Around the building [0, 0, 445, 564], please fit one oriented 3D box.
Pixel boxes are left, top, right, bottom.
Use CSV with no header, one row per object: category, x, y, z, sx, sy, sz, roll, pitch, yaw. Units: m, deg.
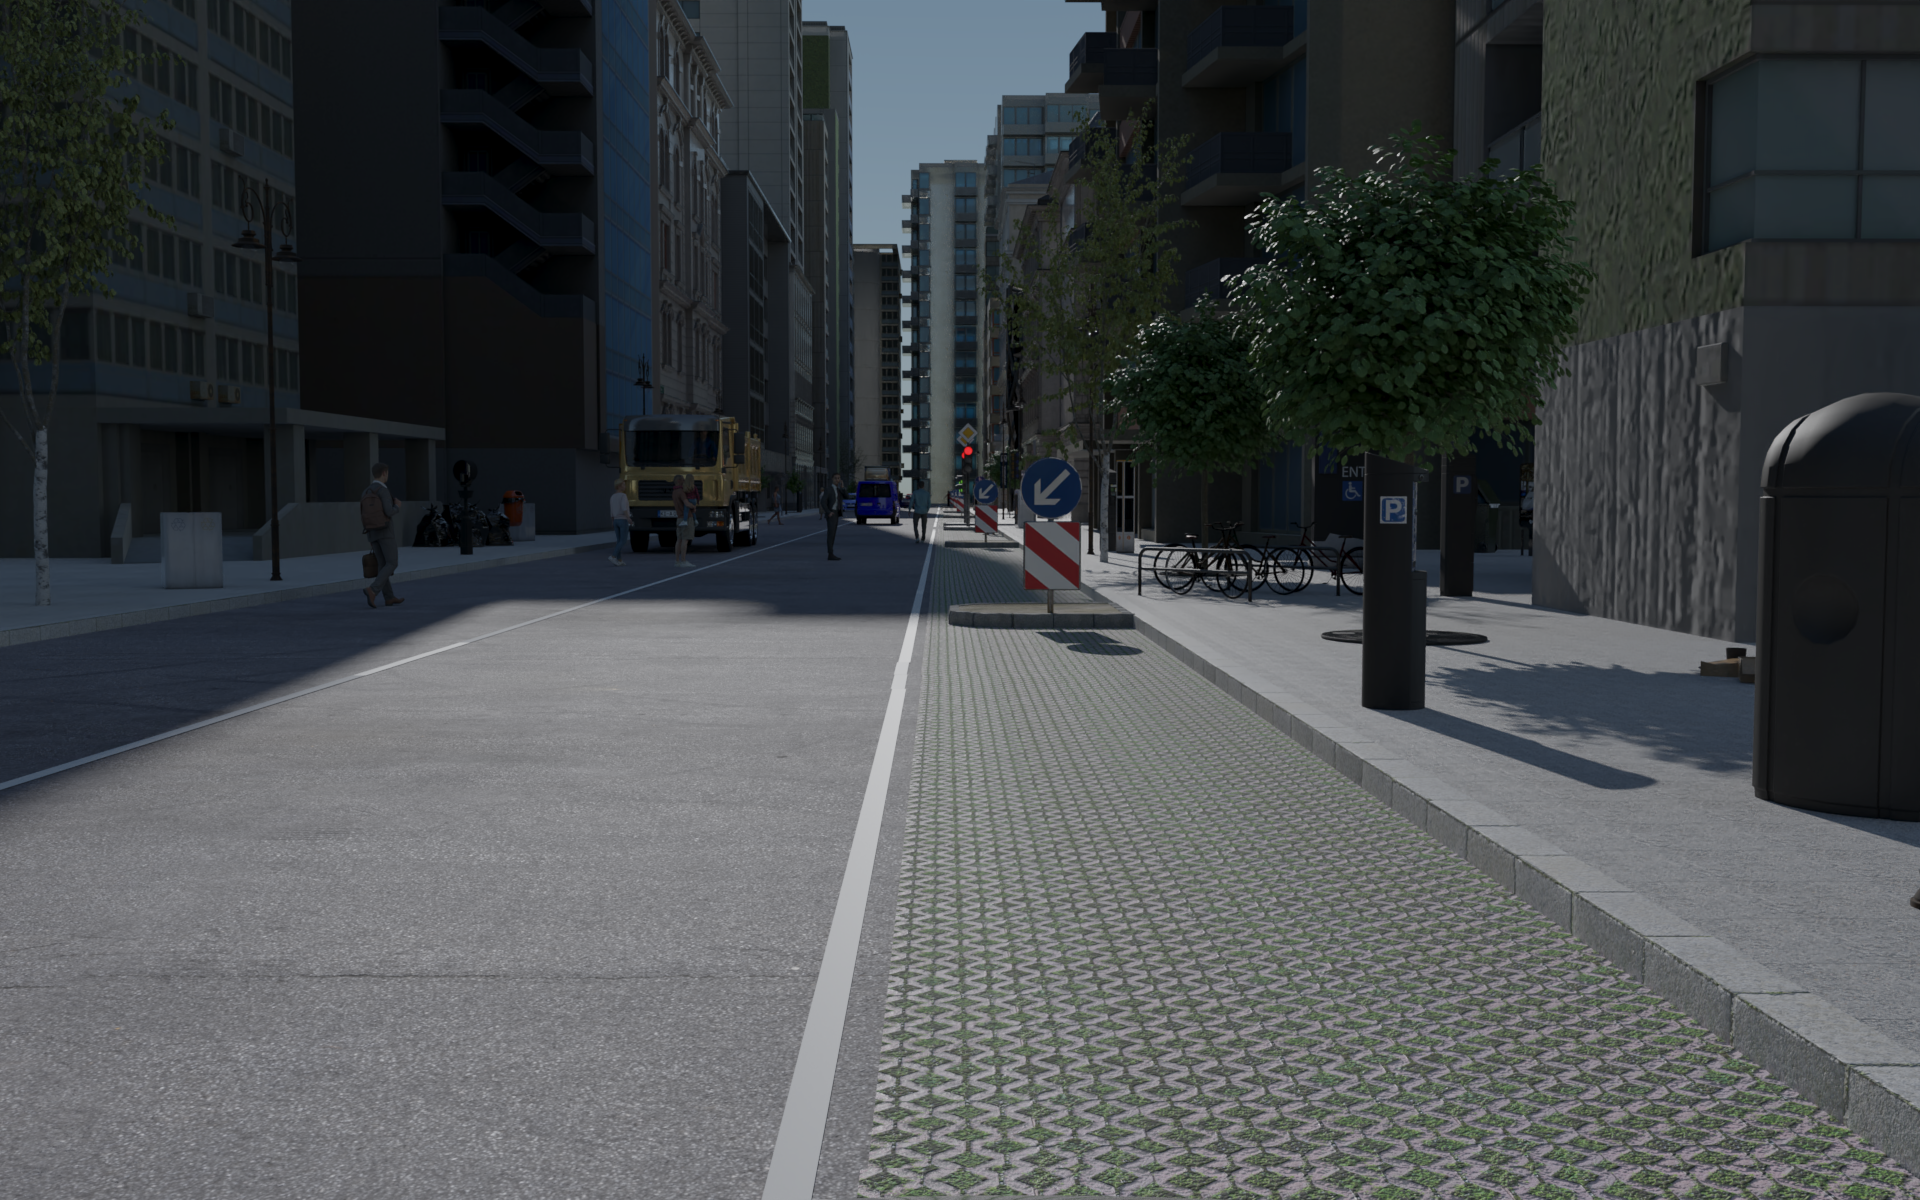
building,-29.577,-21.218,38.793,32.217,40.220,23.993,0,4,-1

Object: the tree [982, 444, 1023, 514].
tree,3.097,-7.921,113.225,4.285,4.588,4.351,0,3,0

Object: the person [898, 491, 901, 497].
person,-7.026,-11.858,202.385,0.705,1.822,1.348,-1,4,-17

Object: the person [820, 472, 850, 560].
person,-2.703,-1.823,37.669,0.474,1.900,0.648,2,4,24

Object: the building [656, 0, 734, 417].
building,-19.715,-18.390,88.069,14.401,28.519,23.554,0,4,-1

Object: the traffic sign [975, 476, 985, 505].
traffic sign,1.449,-7.536,123.324,0.768,2.556,0.104,0,4,6

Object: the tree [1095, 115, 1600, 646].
tree,3.862,-1.923,15.161,4.285,4.588,4.351,0,3,0

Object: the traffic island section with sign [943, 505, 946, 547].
traffic island section with sign,0.576,-2.328,46.697,1.989,1.847,2.006,0,4,-1

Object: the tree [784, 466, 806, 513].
tree,-11.334,-7.641,119.533,1.663,3.219,1.824,0,3,0

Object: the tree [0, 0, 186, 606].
tree,-10.766,-4.251,19.866,4.737,8.622,4.395,0,3,0

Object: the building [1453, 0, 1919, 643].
building,13.628,-20.611,20.593,14.154,41.232,14.086,0,4,-1

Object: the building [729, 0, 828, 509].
building,-22.923,-44.158,160.233,20.563,71.187,20.611,0,4,-1

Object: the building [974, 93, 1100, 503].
building,14.185,-36.144,210.563,23.786,49.044,30.456,0,4,-1

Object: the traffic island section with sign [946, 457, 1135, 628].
traffic island section with sign,0.866,-0.655,19.340,1.989,1.847,2.006,0,4,-1

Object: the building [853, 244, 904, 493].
building,-20.307,-34.205,251.139,23.993,40.220,32.217,0,4,-1

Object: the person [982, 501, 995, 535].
person,0.993,-3.156,60.287,0.511,1.800,0.466,1,4,13

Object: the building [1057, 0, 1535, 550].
building,14.642,-24.316,52.186,22.147,44.769,28.867,0,4,-1

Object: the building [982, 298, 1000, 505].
building,16.299,-19.698,167.107,27.650,21.520,28.899,0,4,-1

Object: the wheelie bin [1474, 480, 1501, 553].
wheelie bin,11.353,-1.832,37.856,0.693,1.594,0.980,3,5,39

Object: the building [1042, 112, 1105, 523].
building,13.972,-13.264,81.487,19.286,19.102,10.561,0,4,-1

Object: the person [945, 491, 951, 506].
person,-1.356,-11.759,200.697,0.705,1.831,1.348,3,4,38

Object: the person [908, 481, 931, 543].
person,-1.168,-2.575,50.616,0.660,1.820,0.620,-1,4,-13

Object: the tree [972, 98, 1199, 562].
tree,2.607,-5.028,32.576,4.737,8.622,4.395,0,3,0

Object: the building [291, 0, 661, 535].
building,-18.751,-25.054,59.741,14.200,45.320,14.600,0,4,-1

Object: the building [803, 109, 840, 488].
building,-19.867,-30.269,178.495,14.154,41.232,14.086,0,4,-1

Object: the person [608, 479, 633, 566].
person,-6.788,-1.548,34.477,0.731,1.740,0.598,2,4,31

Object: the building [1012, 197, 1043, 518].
building,8.665,-14.383,99.790,10.561,19.102,19.286,0,4,-1

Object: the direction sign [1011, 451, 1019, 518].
direction sign,2.895,-6.059,91.067,0.379,3.537,0.876,-2,4,-25

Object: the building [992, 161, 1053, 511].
building,9.720,-21.751,141.538,13.634,28.700,20.117,0,4,-1

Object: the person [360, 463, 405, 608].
person,-7.380,-0.828,22.007,0.622,1.834,0.822,2,4,27

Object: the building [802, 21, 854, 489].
building,-27.531,-41.170,215.132,28.212,58.520,21.231,0,4,-1

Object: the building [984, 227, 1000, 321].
building,9.626,-25.513,188.842,14.160,30.474,14.107,0,4,-1

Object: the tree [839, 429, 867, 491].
tree,-12.459,-14.712,190.904,4.360,8.622,3.978,0,3,0

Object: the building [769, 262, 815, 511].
building,-17.192,-17.777,139.808,9.793,20.994,18.267,0,4,-1

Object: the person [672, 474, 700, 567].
person,-5.401,-1.563,34.029,0.580,1.828,0.573,1,4,11

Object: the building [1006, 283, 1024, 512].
building,11.645,-15.656,123.431,16.820,18.784,16.811,0,4,-1

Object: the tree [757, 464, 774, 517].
tree,-11.324,-6.165,95.398,1.663,3.219,1.824,0,3,0

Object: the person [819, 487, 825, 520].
person,-7.550,-5.327,95.829,0.641,1.798,0.478,2,4,33

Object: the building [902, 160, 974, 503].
building,7.035,-38.403,247.495,30.456,49.044,23.786,0,4,-1

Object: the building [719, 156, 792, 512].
building,-19.606,-18.126,115.431,14.314,24.678,30.058,0,4,-1

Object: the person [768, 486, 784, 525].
person,-8.553,-4.386,80.307,0.778,1.811,0.616,0,4,3

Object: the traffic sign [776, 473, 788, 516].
traffic sign,-10.570,-6.275,102.704,0.768,2.556,0.104,0,4,8
